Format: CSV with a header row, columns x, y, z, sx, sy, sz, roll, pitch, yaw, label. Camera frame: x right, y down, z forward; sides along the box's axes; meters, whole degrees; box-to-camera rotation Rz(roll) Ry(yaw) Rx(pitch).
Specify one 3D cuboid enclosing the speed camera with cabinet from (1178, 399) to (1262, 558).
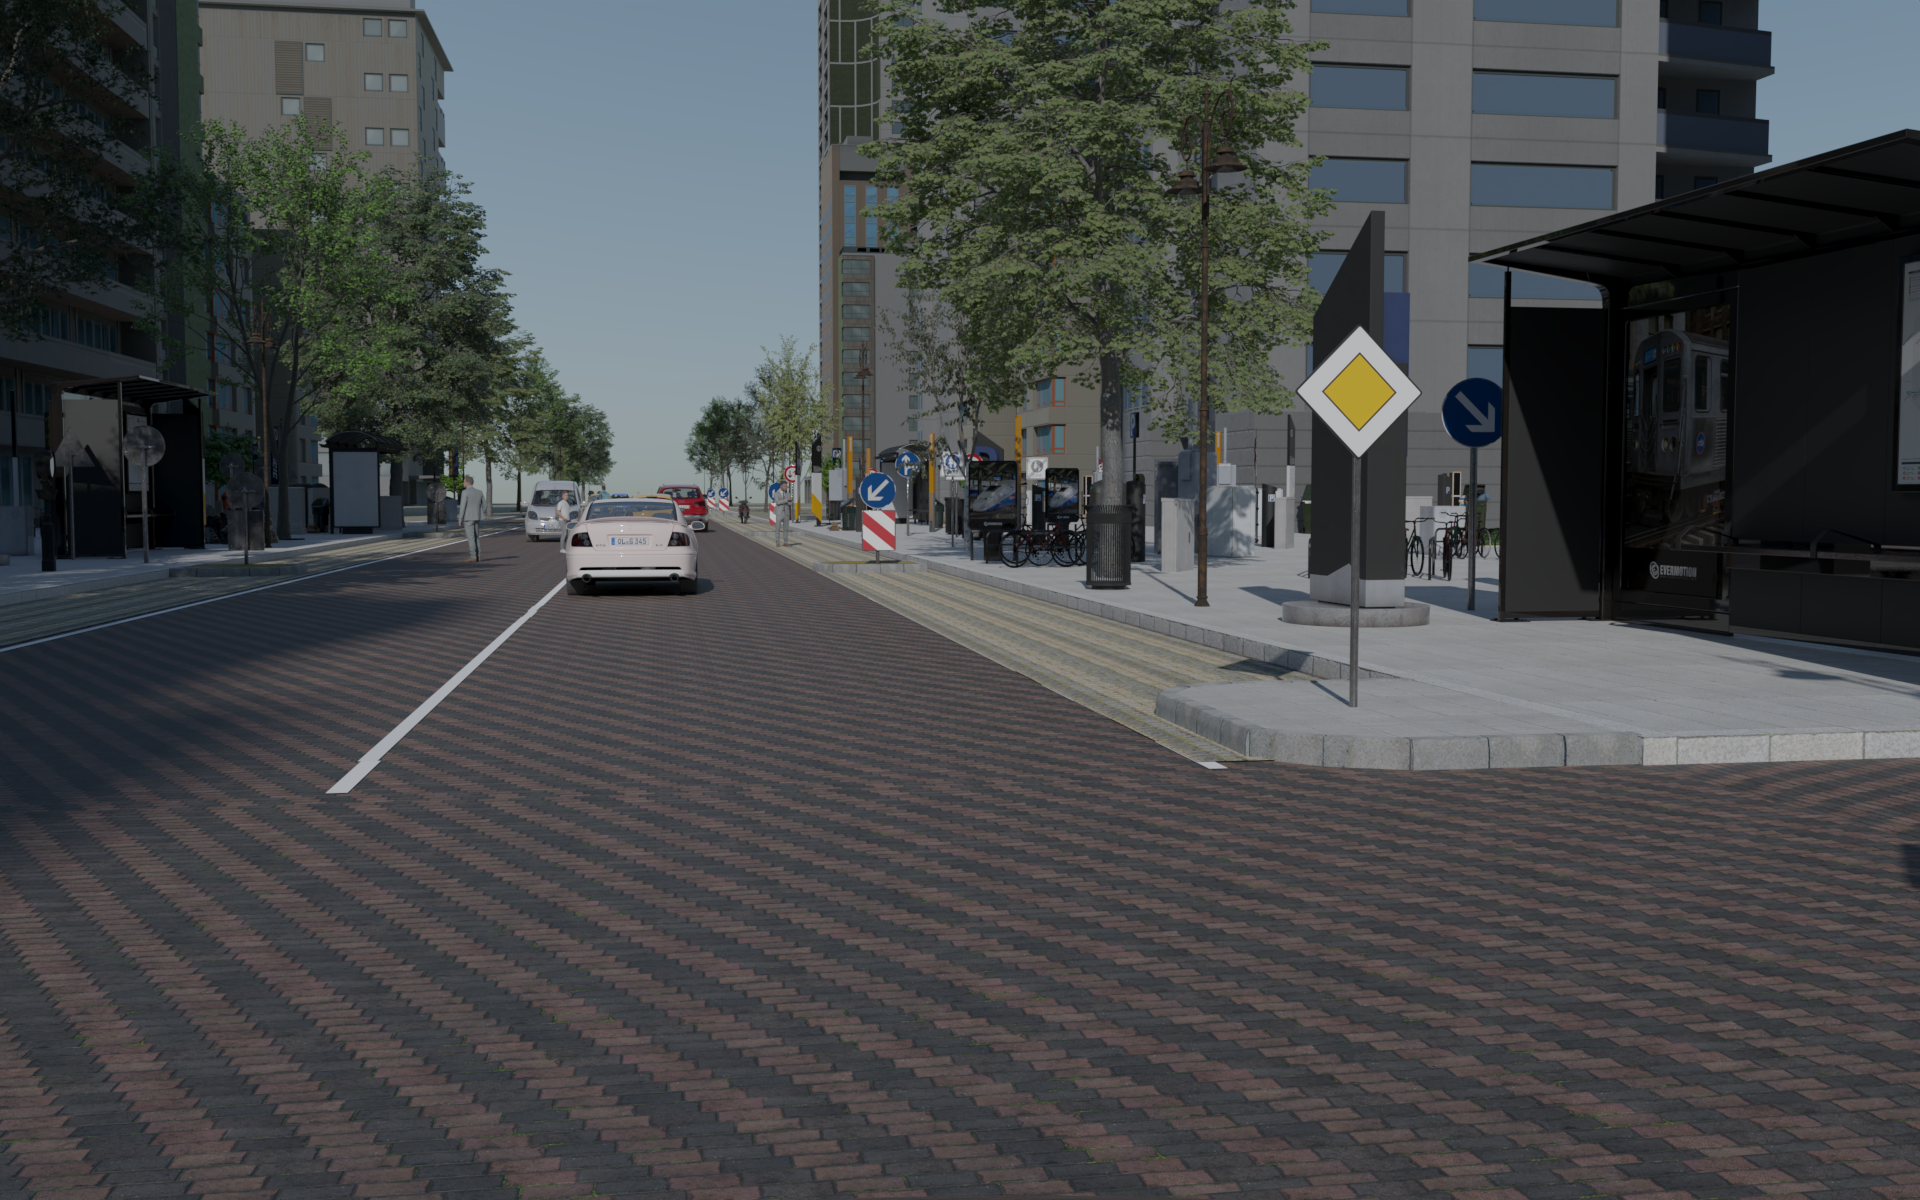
x,y,z,sx,sy,sz,roll,pitch,yaw,label
5.252,-2.518,35.502,0.660,3.252,2.038,-2,4,-25,speed camera with cabinet

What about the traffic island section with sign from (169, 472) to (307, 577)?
x,y,z,sx,sy,sz,roll,pitch,yaw,label
-12.748,-1.353,30.756,1.989,1.847,2.006,-1,4,-10,traffic island section with sign

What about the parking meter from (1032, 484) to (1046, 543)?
x,y,z,sx,sy,sz,roll,pitch,yaw,label
2.061,-2.252,45.224,0.372,1.533,0.369,0,3,0,parking meter

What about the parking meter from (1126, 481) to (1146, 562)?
x,y,z,sx,sy,sz,roll,pitch,yaw,label
3.318,-1.487,32.716,0.372,1.533,0.369,0,3,0,parking meter

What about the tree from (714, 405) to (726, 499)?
x,y,z,sx,sy,sz,roll,pitch,yaw,label
-16.207,-11.043,130.915,4.360,8.622,3.978,0,3,0,tree

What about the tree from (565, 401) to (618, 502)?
x,y,z,sx,sy,sz,roll,pitch,yaw,label
-51.941,-20.304,238.629,9.857,13.997,8.962,0,3,0,tree

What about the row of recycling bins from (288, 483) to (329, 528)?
x,y,z,sx,sy,sz,roll,pitch,yaw,label
-24.890,-3.585,65.730,1.069,1.692,3.534,-3,5,-42,row of recycling bins

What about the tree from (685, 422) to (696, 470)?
x,y,z,sx,sy,sz,roll,pitch,yaw,label
-23.446,-14.411,170.037,7.601,10.594,8.767,-1,4,-16,tree

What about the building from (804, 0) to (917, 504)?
x,y,z,sx,sy,sz,roll,pitch,yaw,label
-10.196,-48.697,234.440,20.563,71.187,20.611,-1,4,-10,building

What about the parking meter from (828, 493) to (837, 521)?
x,y,z,sx,sy,sz,roll,pitch,yaw,label
-6.175,-4.777,83.814,0.399,1.863,0.255,2,4,33,parking meter

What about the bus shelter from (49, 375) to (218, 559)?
x,y,z,sx,sy,sz,roll,pitch,yaw,label
-17.550,-2.804,37.133,1.731,3.624,6.357,-1,4,-10,bus shelter

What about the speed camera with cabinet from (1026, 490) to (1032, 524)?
x,y,z,sx,sy,sz,roll,pitch,yaw,label
2.309,-4.976,75.685,2.038,3.252,0.660,2,4,27,speed camera with cabinet

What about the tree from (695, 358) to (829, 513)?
x,y,z,sx,sy,sz,roll,pitch,yaw,label
-13.435,-11.320,119.498,8.767,10.594,7.601,-1,4,-11,tree

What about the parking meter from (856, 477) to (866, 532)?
x,y,z,sx,sy,sz,roll,pitch,yaw,label
-3.327,-3.234,58.590,0.399,1.863,0.255,0,4,0,parking meter

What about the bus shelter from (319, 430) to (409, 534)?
x,y,z,sx,sy,sz,roll,pitch,yaw,label
-19.749,-3.899,57.680,2.014,3.302,5.546,-1,4,-10,bus shelter

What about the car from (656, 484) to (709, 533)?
x,y,z,sx,sy,sz,roll,pitch,yaw,label
-10.693,-3.495,65.817,2.281,1.827,5.304,-1,4,-12,car

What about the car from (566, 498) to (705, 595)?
x,y,z,sx,sy,sz,roll,pitch,yaw,label
-4.877,-0.833,25.987,2.083,1.381,4.827,-1,4,-9,car

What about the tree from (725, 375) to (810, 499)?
x,y,z,sx,sy,sz,roll,pitch,yaw,label
-10.950,-9.400,104.051,4.360,8.622,3.978,0,3,0,tree

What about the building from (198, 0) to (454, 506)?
x,y,z,sx,sy,sz,roll,pitch,yaw,label
-70.295,-36.522,186.368,28.713,52.752,27.495,-1,4,-10,building

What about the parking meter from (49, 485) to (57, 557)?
x,y,z,sx,sy,sz,roll,pitch,yaw,label
-18.420,-1.820,35.471,0.399,1.863,0.255,1,4,20,parking meter

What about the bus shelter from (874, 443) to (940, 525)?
x,y,z,sx,sy,sz,roll,pitch,yaw,label
-2.197,-4.739,71.407,2.014,3.302,5.546,-1,4,-10,bus shelter

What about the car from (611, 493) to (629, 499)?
x,y,z,sx,sy,sz,roll,pitch,yaw,label
-25.877,-7.475,131.802,1.945,1.707,3.694,0,4,-8,car

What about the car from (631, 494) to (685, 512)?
x,y,z,sx,sy,sz,roll,pitch,yaw,label
-9.288,-2.564,52.147,2.015,1.641,3.980,-1,4,-11,car

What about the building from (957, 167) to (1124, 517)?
x,y,z,sx,sy,sz,roll,pitch,yaw,label
15.894,-16.090,108.112,27.650,21.520,28.899,-1,4,-10,building

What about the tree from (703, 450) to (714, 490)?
x,y,z,sx,sy,sz,roll,pitch,yaw,label
-28.149,-15.415,202.390,4.360,8.622,3.978,0,3,0,tree

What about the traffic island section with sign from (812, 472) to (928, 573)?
x,y,z,sx,sy,sz,roll,pitch,yaw,label
-1.727,-1.446,32.278,1.989,1.847,2.006,-1,4,-10,traffic island section with sign

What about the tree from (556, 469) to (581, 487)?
x,y,z,sx,sy,sz,roll,pitch,yaw,label
-41.114,-12.057,180.840,4.285,4.588,4.351,0,3,0,tree

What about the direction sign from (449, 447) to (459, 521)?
x,y,z,sx,sy,sz,roll,pitch,yaw,label
-23.925,-5.497,81.880,0.379,3.537,0.876,-3,5,-44,direction sign

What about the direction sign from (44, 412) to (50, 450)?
x,y,z,sx,sy,sz,roll,pitch,yaw,label
-24.921,-3.409,47.741,0.876,3.537,0.379,2,4,31,direction sign

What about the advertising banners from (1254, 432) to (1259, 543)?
x,y,z,sx,sy,sz,roll,pitch,yaw,label
7.838,-3.034,45.786,0.090,3.025,2.074,0,4,8,advertising banners

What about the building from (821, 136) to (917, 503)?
x,y,z,sx,sy,sz,roll,pitch,yaw,label
-9.816,-34.713,217.664,14.600,45.320,14.200,-1,4,-10,building

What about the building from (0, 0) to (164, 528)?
x,y,z,sx,sy,sz,roll,pitch,yaw,label
-45.011,-27.030,65.650,21.300,48.544,21.600,-1,4,-10,building

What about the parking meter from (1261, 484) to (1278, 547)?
x,y,z,sx,sy,sz,roll,pitch,yaw,label
7.479,-2.046,41.863,0.372,1.533,0.369,0,3,0,parking meter

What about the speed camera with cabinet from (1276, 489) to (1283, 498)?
x,y,z,sx,sy,sz,roll,pitch,yaw,label
8.612,-3.516,51.816,2.038,3.252,0.660,0,4,8,speed camera with cabinet

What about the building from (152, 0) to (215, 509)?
x,y,z,sx,sy,sz,roll,pitch,yaw,label
-46.278,-24.554,85.057,14.154,41.232,14.086,-1,4,-10,building

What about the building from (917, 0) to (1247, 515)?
x,y,z,sx,sy,sz,roll,pitch,yaw,label
7.207,-36.246,134.621,21.231,58.520,28.212,-1,4,-10,building

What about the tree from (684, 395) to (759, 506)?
x,y,z,sx,sy,sz,roll,pitch,yaw,label
-24.325,-15.689,182.268,9.928,11.665,9.643,0,3,0,tree

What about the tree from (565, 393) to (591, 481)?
x,y,z,sx,sy,sz,roll,pitch,yaw,label
-40.604,-15.565,172.610,7.486,12.596,7.792,0,3,0,tree

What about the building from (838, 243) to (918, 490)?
x,y,z,sx,sy,sz,roll,pitch,yaw,label
-7.499,-26.437,203.950,14.160,30.474,14.107,-1,4,-10,building

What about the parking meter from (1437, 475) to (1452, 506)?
x,y,z,sx,sy,sz,roll,pitch,yaw,label
14.579,-2.839,52.134,0.399,1.863,0.255,-3,5,-39,parking meter

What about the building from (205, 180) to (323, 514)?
x,y,z,sx,sy,sz,roll,pitch,yaw,label
-56.344,-15.942,105.692,27.650,21.520,28.899,-1,4,-10,building

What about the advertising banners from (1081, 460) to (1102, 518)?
x,y,z,sx,sy,sz,roll,pitch,yaw,label
6.326,-5.562,87.123,2.074,3.025,0.090,1,4,12,advertising banners

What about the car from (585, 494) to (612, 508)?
x,y,z,sx,sy,sz,roll,pitch,yaw,label
-21.909,-5.829,105.522,2.015,1.641,3.980,-1,4,-8,car

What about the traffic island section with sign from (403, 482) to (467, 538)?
x,y,z,sx,sy,sz,roll,pitch,yaw,label
-17.402,-2.998,57.642,1.989,1.847,2.006,-1,4,-10,traffic island section with sign

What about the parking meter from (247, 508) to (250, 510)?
x,y,z,sx,sy,sz,roll,pitch,yaw,label
-27.885,-3.618,67.567,0.372,1.533,0.369,0,3,0,parking meter

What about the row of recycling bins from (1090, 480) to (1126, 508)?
x,y,z,sx,sy,sz,roll,pitch,yaw,label
4.343,-2.636,50.218,1.069,1.692,3.534,1,4,9,row of recycling bins

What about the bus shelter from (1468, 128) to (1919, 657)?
x,y,z,sx,sy,sz,roll,pitch,yaw,label
6.403,-1.413,14.386,1.731,3.624,6.357,-1,4,-10,bus shelter

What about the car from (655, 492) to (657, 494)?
x,y,z,sx,sy,sz,roll,pitch,yaw,label
-34.832,-11.560,198.601,1.945,1.707,3.694,-1,4,-12,car

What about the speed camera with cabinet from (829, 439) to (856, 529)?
x,y,z,sx,sy,sz,roll,pitch,yaw,label
-4.045,-4.209,63.159,0.660,3.252,2.038,2,4,25,speed camera with cabinet

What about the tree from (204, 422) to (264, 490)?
x,y,z,sx,sy,sz,roll,pitch,yaw,label
-33.298,-5.817,78.822,4.285,4.588,4.351,0,3,0,tree

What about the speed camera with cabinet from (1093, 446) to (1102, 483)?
x,y,z,sx,sy,sz,roll,pitch,yaw,label
6.003,-4.698,71.148,0.660,3.252,2.038,-1,4,-11,speed camera with cabinet

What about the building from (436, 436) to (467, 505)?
x,y,z,sx,sy,sz,roll,pitch,yaw,label
-77.141,-31.790,211.646,32.217,40.220,23.993,-1,4,-10,building

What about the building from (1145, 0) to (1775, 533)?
x,y,z,sx,sy,sz,roll,pitch,yaw,label
17.507,-32.310,70.262,21.231,58.520,28.212,-1,4,-10,building
